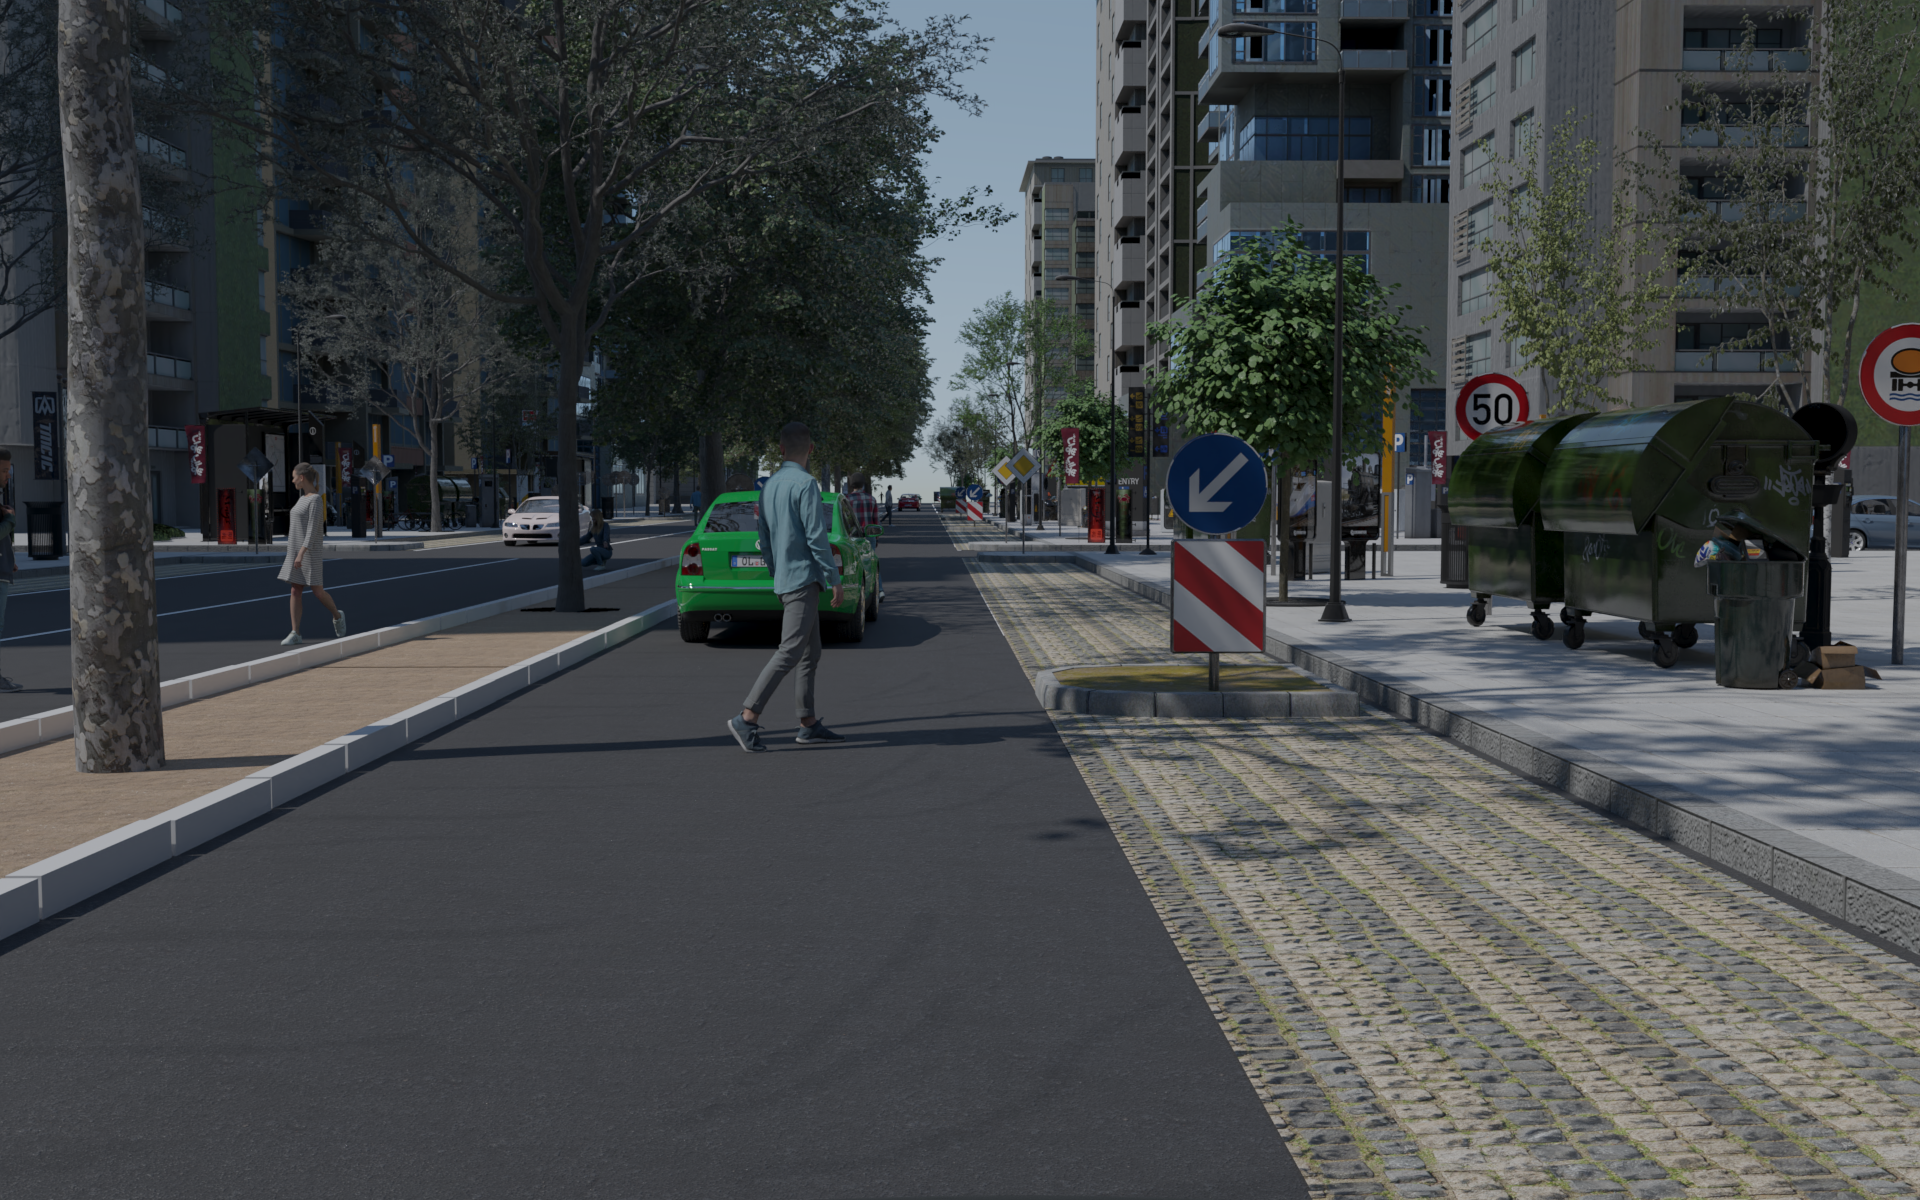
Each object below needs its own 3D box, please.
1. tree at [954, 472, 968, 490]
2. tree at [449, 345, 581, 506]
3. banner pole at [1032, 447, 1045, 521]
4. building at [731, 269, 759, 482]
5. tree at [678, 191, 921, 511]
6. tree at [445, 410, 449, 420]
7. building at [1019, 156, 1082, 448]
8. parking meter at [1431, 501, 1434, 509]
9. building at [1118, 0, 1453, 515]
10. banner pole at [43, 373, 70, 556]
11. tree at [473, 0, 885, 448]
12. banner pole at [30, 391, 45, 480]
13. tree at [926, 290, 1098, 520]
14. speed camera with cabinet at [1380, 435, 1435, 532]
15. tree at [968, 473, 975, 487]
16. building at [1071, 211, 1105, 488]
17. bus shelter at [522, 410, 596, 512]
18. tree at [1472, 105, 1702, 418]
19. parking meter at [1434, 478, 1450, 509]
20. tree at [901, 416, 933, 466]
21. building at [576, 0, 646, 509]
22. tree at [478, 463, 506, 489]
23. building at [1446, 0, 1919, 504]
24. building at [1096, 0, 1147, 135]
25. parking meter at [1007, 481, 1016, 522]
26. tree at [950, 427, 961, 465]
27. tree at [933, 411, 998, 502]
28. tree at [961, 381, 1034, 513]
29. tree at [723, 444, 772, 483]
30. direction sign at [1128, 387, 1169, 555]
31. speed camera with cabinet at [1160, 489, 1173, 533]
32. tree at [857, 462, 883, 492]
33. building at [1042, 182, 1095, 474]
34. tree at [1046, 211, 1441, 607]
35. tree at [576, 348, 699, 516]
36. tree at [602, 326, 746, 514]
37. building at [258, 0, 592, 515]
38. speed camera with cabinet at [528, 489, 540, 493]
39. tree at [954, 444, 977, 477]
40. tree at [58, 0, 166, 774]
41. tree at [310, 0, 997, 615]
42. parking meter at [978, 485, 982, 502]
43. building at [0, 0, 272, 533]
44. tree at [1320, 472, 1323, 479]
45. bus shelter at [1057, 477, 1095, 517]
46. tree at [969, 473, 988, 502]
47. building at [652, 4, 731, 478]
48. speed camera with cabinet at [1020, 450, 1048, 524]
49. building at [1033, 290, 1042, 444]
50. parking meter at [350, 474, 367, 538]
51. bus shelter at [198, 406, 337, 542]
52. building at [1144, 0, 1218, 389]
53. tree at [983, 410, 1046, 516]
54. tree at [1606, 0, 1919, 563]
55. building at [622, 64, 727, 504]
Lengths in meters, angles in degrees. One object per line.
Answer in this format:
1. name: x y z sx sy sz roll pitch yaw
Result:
1. tree: 0.794 -15.428 235.965 4.285 4.588 4.351 0 3 0
2. tree: -18.673 -7.564 74.034 4.360 8.622 3.978 0 3 0
3. banner pole: 3.765 -5.604 81.646 0.863 3.779 0.401 2 4 30
4. building: -39.145 -35.876 270.161 14.154 41.232 14.086 0 4 -1
5. tree: -5.339 -8.563 60.595 7.486 12.596 7.792 0 3 0
6. tree: -27.669 -9.166 100.224 4.360 8.622 3.978 0 3 0
7. building: 24.046 -41.387 265.919 28.713 52.752 27.495 0 4 -1
8. parking meter: 17.274 -3.490 62.774 0.255 1.863 0.399 0 4 -7
9. building: 22.071 -48.068 98.582 22.319 86.520 31.000 0 4 -1
10. banner pole: -18.702 -2.826 36.214 0.401 3.779 0.863 -1 4 -10
11. tree: -4.727 -7.581 33.065 9.857 13.997 8.962 0 3 0
12. banner pole: -19.480 -2.891 37.289 0.863 3.779 0.401 -2 4 -28
13. tree: 3.138 -9.867 87.076 9.928 11.665 9.643 0 3 0
14. speed camera with cabinet: 15.084 -3.942 58.787 0.660 3.252 2.038 -3 5 -45
15. tree: 3.055 -7.304 103.127 4.285 4.588 4.351 0 3 0
16. building: 18.345 -24.889 178.630 14.160 30.474 14.107 0 4 -1
17. bus shelter: -19.824 -6.582 85.246 2.179 5.291 8.768 0 4 -1
18. tree: 11.624 -5.063 33.140 4.737 8.622 4.395 0 3 0
19. parking meter: 15.686 -3.084 56.131 0.399 1.863 0.255 -1 4 -9
20. tree: -6.371 -10.934 115.640 8.767 10.594 7.601 0 4 -1
21. building: -41.537 -51.963 162.265 22.319 86.520 31.000 0 4 -1
22. tree: -28.454 -6.779 105.435 1.663 3.219 1.824 0 3 0
23. building: 27.175 -23.281 64.232 14.086 41.232 14.154 0 4 -1
24. building: 26.865 -34.710 156.742 28.713 52.752 27.495 0 4 -1
25. parking meter: 2.317 -4.485 79.040 0.399 1.863 0.255 -3 4 -37
26. tree: 1.460 -12.275 151.065 4.360 8.622 3.978 0 3 0
27. tree: 1.496 -15.297 184.520 7.601 10.594 8.767 3 5 41
28. tree: 2.648 -9.939 112.871 4.360 8.622 3.978 0 3 0
29. tree: -20.145 -13.159 165.514 4.737 8.622 4.395 0 3 0
30. direction sign: 3.980 -2.727 36.577 0.876 3.537 0.379 1 4 20
31. speed camera with cabinet: 7.635 -3.828 56.917 2.038 3.252 0.660 2 4 31
32. tree: -6.010 -8.962 99.352 4.360 8.622 3.978 0 3 0
33. building: 17.718 -33.383 229.410 14.154 41.232 14.086 0 4 -1
34. tree: 3.842 -2.229 20.153 4.285 4.588 4.351 0 3 0
35. tree: -18.218 -10.155 100.438 8.767 10.594 7.601 -1 4 -9
36. tree: -18.643 -11.995 113.120 9.611 12.733 9.660 0 3 0
37. building: -41.123 -29.299 133.664 22.147 44.769 28.867 0 4 -1
38. speed camera with cabinet: -28.953 -7.555 117.852 0.660 3.252 2.038 1 4 11
39. tree: 0.492 -18.042 245.346 4.737 8.622 4.395 0 3 0
40. tree: -3.143 -9.127 7.578 12.611 20.169 13.585 0 3 0
41. tree: -4.767 -6.602 20.775 12.009 13.543 11.850 0 3 0
42. parking meter: 1.358 -6.742 115.946 0.255 1.863 0.399 0 4 5
43. building: -34.251 -23.081 60.975 14.154 41.232 14.086 0 4 -1
44. tree: 14.439 -4.348 65.693 1.663 3.219 1.824 0 3 0
45. bus shelter: 5.260 -6.024 76.127 2.179 5.291 8.768 0 4 -1
46. tree: 1.983 -11.031 174.955 1.663 3.219 1.824 0 3 0
47. building: -42.037 -49.737 251.448 20.563 71.187 20.611 0 4 -1
48. speed camera with cabinet: 3.183 -4.871 73.983 0.660 3.252 2.038 1 4 22
49. building: 17.245 -28.961 245.210 14.160 30.474 14.107 0 4 -1
50. parking meter: -17.609 -2.753 50.730 0.399 1.863 0.255 1 4 23
51. bus shelter: -19.677 -3.563 49.530 1.731 3.624 6.357 0 4 -1
52. building: 23.503 -42.437 132.102 20.563 71.187 20.611 0 4 -1
53. tree: 3.660 -4.012 49.305 4.285 4.588 4.351 0 3 0
54. tree: 10.345 -4.312 20.859 4.360 8.622 3.978 0 3 0
55. building: -42.866 -41.924 227.448 21.231 58.520 28.212 0 4 -1
